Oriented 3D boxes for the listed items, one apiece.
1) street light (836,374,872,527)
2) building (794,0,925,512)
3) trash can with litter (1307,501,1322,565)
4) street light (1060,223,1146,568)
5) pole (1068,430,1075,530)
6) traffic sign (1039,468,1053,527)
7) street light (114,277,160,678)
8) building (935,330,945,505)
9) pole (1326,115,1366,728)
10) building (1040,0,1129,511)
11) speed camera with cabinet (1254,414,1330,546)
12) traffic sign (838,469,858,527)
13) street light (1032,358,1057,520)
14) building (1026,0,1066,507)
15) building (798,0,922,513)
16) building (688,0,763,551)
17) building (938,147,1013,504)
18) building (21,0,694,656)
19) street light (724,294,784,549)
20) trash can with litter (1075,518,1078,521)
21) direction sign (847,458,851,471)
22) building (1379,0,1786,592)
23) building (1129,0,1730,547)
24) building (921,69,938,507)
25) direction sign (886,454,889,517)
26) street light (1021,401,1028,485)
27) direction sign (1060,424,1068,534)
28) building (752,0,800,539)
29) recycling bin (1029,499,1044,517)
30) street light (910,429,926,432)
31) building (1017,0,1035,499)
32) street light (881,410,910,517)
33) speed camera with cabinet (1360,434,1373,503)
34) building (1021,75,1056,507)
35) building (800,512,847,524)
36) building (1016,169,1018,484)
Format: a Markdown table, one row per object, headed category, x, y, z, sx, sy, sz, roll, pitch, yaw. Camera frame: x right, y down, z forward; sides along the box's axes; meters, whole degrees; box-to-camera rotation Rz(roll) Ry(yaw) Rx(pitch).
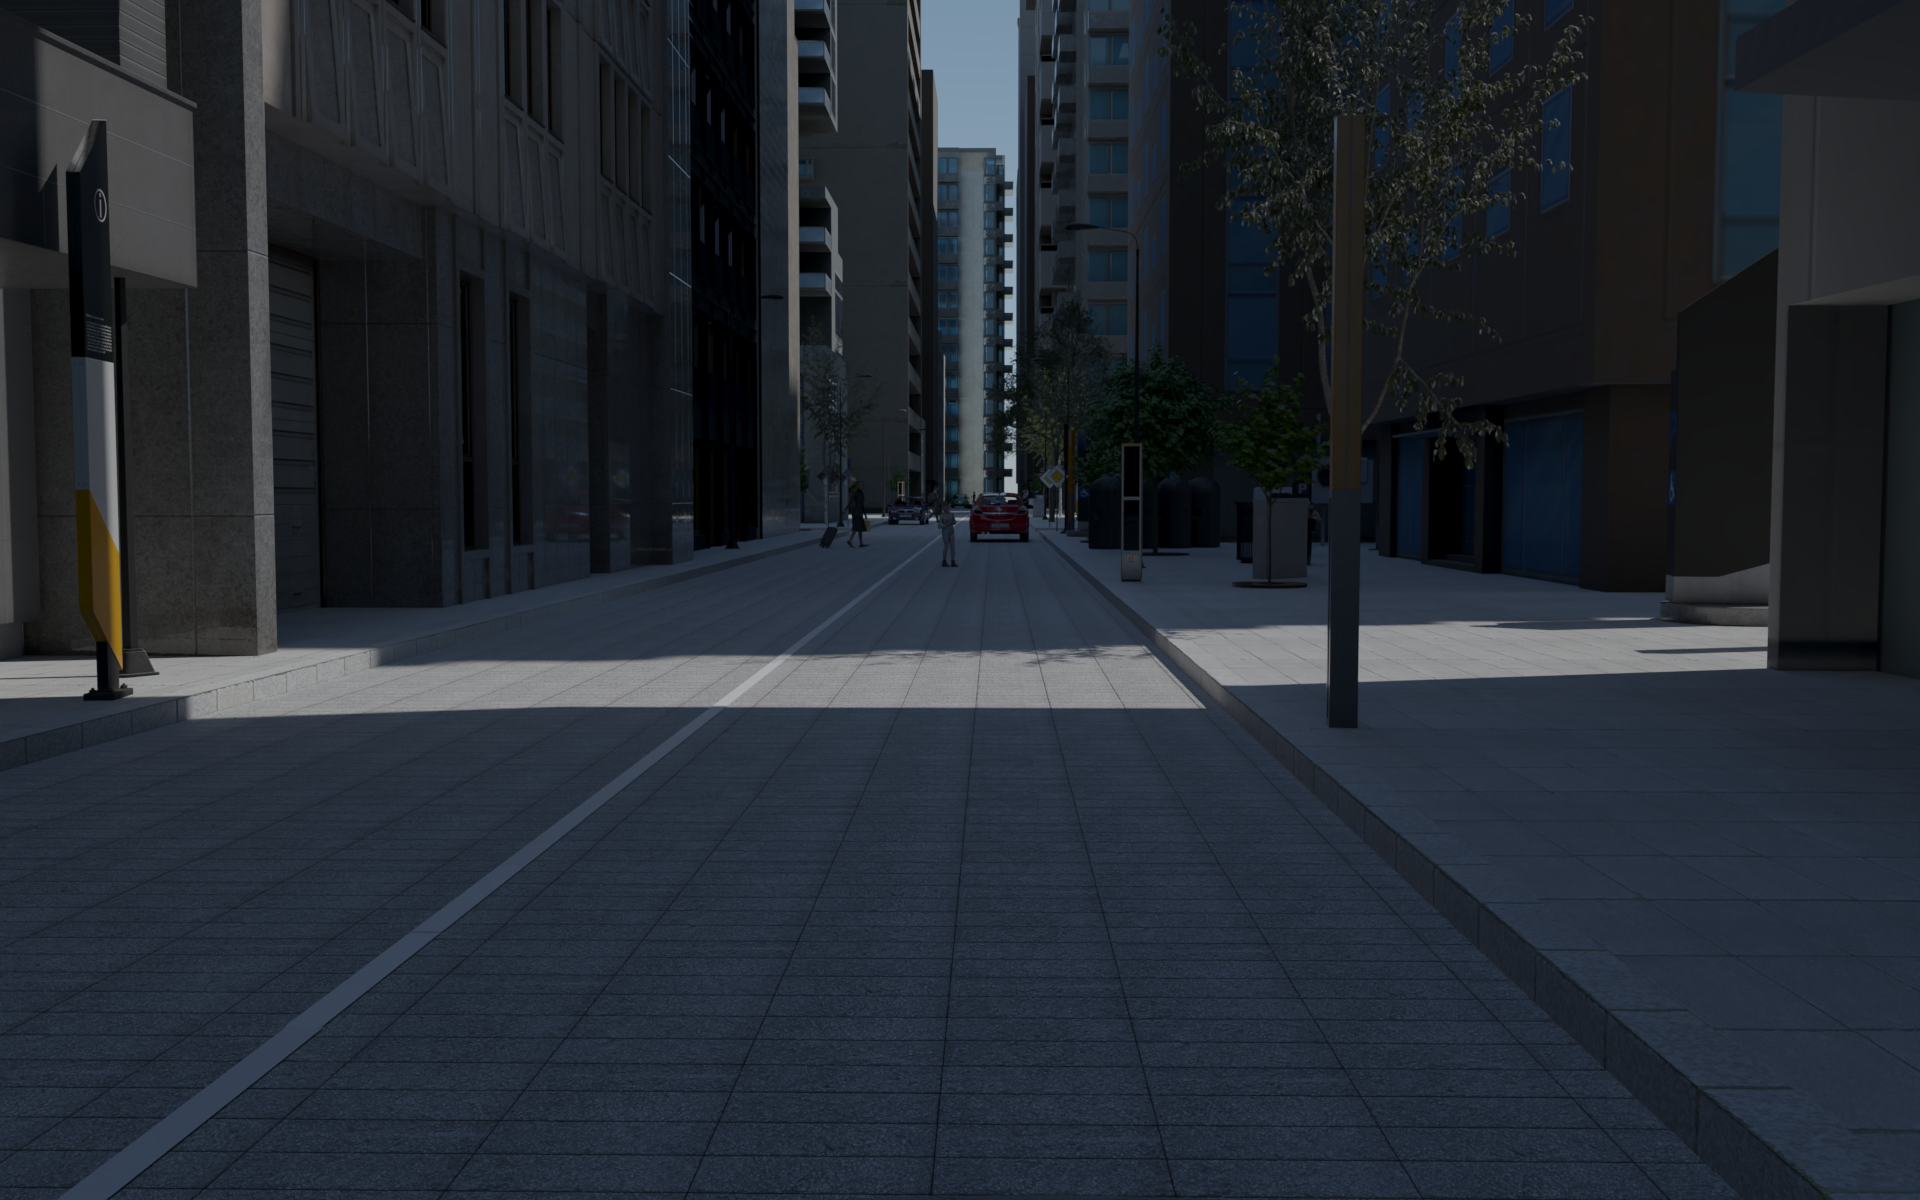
| category | x | y | z | sx | sy | sz | roll | pitch | yaw |
| --- | --- | --- | --- | --- | --- | --- | --- | --- | --- |
| street light | -4.108 | -5.799 | 67.355 | 1.470 | 5.913 | 1.316 | 0 | 4 | 1 |
| building | -14.126 | -51.605 | 156.417 | 22.319 | 86.520 | 31.000 | 0 | 4 | 1 |
| trash can with litter | 5.899 | -1.203 | 31.064 | 1.055 | 1.170 | 0.624 | -1 | 4 | -22 |
| street light | 2.499 | -3.502 | 29.804 | 1.470 | 5.913 | 1.316 | 0 | 4 | 1 |
| pole | 3.539 | -3.741 | 55.007 | 0.158 | 3.312 | 0.155 | 0 | 3 | 0 |
| traffic sign | 3.481 | -3.892 | 67.279 | 0.795 | 2.450 | 0.064 | 0 | 4 | 1 |
| street light | -5.319 | -2.416 | 12.045 | 1.470 | 5.913 | 1.316 | 0 | 4 | 1 |
| building | -16.607 | -22.055 | 205.634 | 28.899 | 21.520 | 27.650 | 0 | 4 | 1 |
| pole | 2.110 | -0.956 | 9.472 | 0.158 | 3.312 | 0.155 | 0 | 3 | 0 |
| building | 18.044 | -30.986 | 126.236 | 23.786 | 49.044 | 30.456 | 0 | 4 | 1 |
| speed camera with cabinet | 8.224 | -2.936 | 42.334 | 2.038 | 3.252 | 0.660 | -1 | 4 | -16 |
| traffic sign | -4.361 | -3.903 | 67.458 | 0.795 | 2.450 | 0.064 | 0 | 4 | 1 |
| street light | 3.152 | -5.303 | 59.249 | 1.470 | 5.913 | 1.316 | 0 | 4 | 1 |
| building | 20.641 | -34.961 | 160.857 | 28.713 | 52.752 | 27.495 | 0 | 4 | 1 |
| building | -13.849 | -30.581 | 123.708 | 21.300 | 48.544 | 21.600 | 0 | 4 | 1 |
| building | -11.929 | -12.919 | 40.902 | 12.332 | 23.373 | 15.834 | 0 | 4 | 1 |
| building | -8.002 | -37.775 | 237.228 | 30.456 | 49.044 | 23.786 | 0 | 4 | 1 |
| building | -11.363 | -12.536 | 22.994 | 12.078 | 24.808 | 19.932 | 0 | 4 | 1 |
| street light | -4.790 | -4.148 | 40.364 | 1.470 | 5.913 | 1.316 | 0 | 4 | 1 |
| trash can with litter | 6.105 | -4.406 | 83.089 | 1.678 | 1.210 | 2.233 | -2 | 4 | -31 |
| direction sign | -7.161 | -7.172 | 109.256 | 0.379 | 3.537 | 0.876 | 2 | 4 | 33 |
| building | 15.103 | -23.098 | 27.759 | 14.600 | 45.320 | 14.200 | 0 | 4 | 1 |
| building | 12.476 | -24.520 | 51.015 | 14.600 | 45.320 | 14.200 | 0 | 4 | 1 |
| building | -9.414 | -32.418 | 180.142 | 14.600 | 45.320 | 14.200 | 0 | 4 | 1 |
| direction sign | -4.066 | -6.533 | 98.819 | 0.379 | 3.537 | 0.876 | 0 | 4 | -1 |
| street light | 3.704 | -6.946 | 86.104 | 1.470 | 5.913 | 1.316 | 0 | 4 | 1 |
| direction sign | 3.418 | -3.917 | 56.040 | 0.379 | 3.537 | 0.876 | 1 | 4 | 11 |
| building | -13.981 | -12.171 | 53.748 | 16.860 | 20.320 | 10.420 | 0 | 4 | 1 |
| recycling bin | 4.239 | -5.069 | 95.430 | 0.722 | 1.027 | 0.722 | -1 | 4 | -17 |
| street light | -3.089 | -9.220 | 123.293 | 1.470 | 5.913 | 1.316 | 0 | 4 | 1 |
| building | 17.285 | -40.444 | 203.255 | 21.231 | 58.520 | 28.212 | 0 | 4 | 1 |
| street light | -3.658 | -7.524 | 95.564 | 1.470 | 5.913 | 1.316 | 0 | 4 | 1 |
| speed camera with cabinet | 10.837 | -3.042 | 44.073 | 2.038 | 3.252 | 0.660 | 0 | 4 | 6 |
| building | 13.816 | -32.551 | 182.323 | 14.600 | 45.320 | 14.200 | 0 | 4 | 1 |
| building | -16.626 | -47.443 | 88.361 | 22.319 | 86.520 | 31.000 | 0 | 4 | 1 |
| building | 14.675 | -35.584 | 231.914 | 14.200 | 45.320 | 14.600 | 0 | 4 | 1 |
